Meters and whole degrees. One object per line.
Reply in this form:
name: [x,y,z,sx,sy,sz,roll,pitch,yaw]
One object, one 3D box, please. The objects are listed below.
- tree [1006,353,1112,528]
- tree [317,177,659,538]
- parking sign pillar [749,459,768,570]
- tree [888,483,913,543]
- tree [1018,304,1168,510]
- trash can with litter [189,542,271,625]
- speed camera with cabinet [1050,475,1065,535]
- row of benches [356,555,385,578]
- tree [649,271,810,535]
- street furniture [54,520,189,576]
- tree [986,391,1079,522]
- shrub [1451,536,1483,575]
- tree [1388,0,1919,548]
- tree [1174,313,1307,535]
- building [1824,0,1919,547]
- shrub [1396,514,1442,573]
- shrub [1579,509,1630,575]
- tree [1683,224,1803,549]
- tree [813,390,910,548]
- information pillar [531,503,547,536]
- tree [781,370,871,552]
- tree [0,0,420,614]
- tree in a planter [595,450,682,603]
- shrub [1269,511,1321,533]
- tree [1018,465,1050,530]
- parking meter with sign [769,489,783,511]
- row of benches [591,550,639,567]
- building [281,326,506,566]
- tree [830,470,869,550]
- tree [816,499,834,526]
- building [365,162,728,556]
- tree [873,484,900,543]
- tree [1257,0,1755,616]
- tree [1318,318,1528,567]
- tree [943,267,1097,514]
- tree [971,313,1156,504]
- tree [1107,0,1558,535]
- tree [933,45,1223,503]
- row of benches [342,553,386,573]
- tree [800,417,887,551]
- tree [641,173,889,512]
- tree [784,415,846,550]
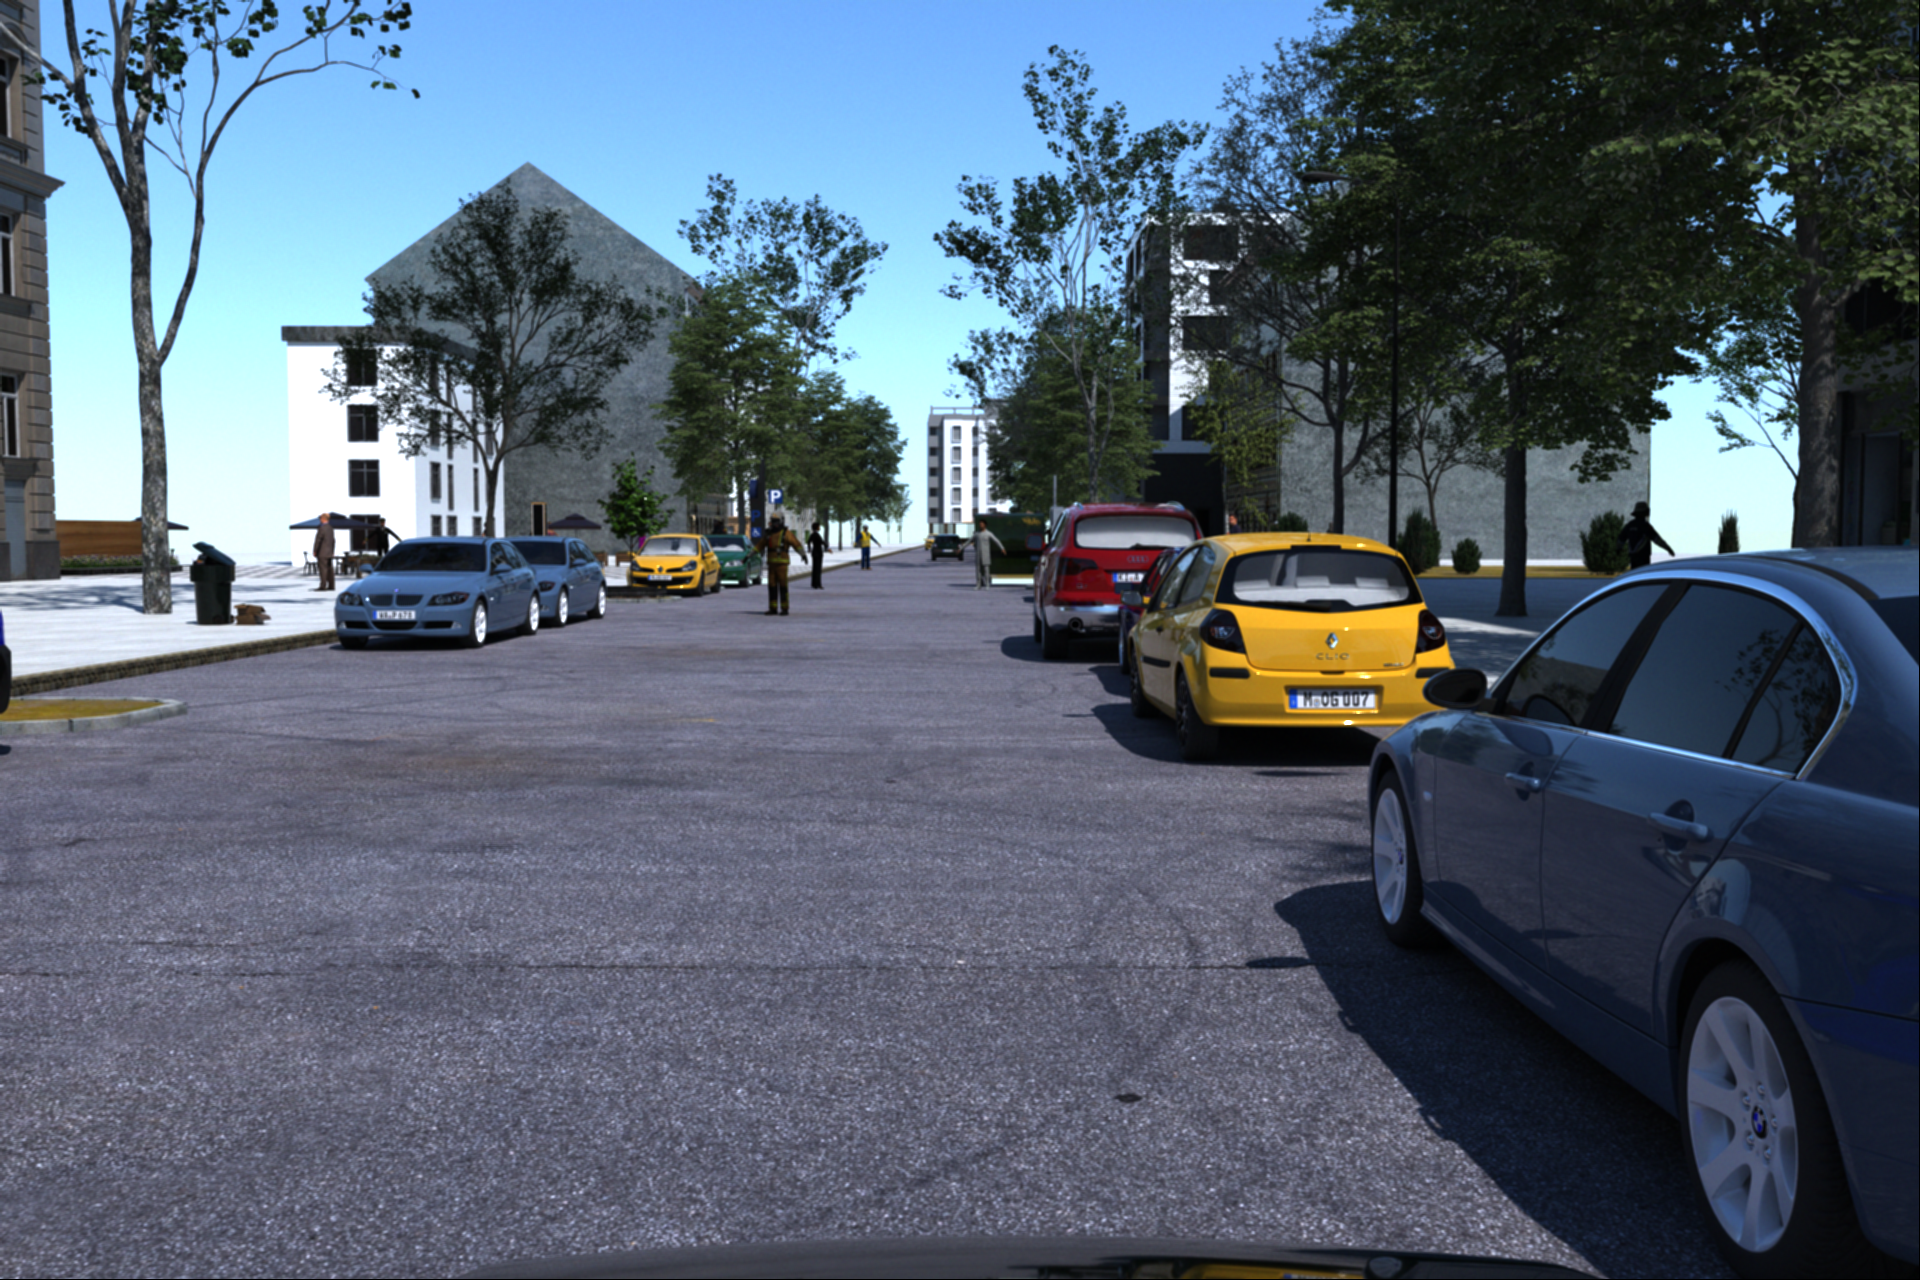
tree: [6.154,-11.656,108.707,7.486,12.596,7.792,0,3,0]
tree: [-12.555,-6.820,45.916,8.767,10.594,7.601,-2,4,-27]
parking sign pillar: [-7.187,-4.472,61.589,1.447,3.967,1.447,0,4,-1]
tree: [-8.742,-18.204,247.989,4.737,8.622,4.395,0,3,0]
tree: [6.565,-10.224,85.289,7.486,12.596,7.792,0,3,0]
trash can with litter: [-10.344,-0.807,24.583,1.055,1.170,0.624,0,4,0]
speed camera with cabinet: [3.388,-3.866,57.552,0.660,3.252,2.038,0,4,-1]
row of benches: [-15.773,-2.205,51.521,4.104,0.672,1.422,-2,4,-26]
tree: [-9.872,-9.617,75.364,7.486,12.596,7.792,0,3,0]
street furniture: [-29.779,-2.992,55.768,11.010,1.723,9.812,0,4,5]
tree: [6.475,-14.669,146.499,9.857,13.997,8.962,0,3,0]
shrub: [16.058,-2.676,54.869,1.383,1.207,1.383,0,3,0]
tree: [7.507,-5.976,15.839,7.486,12.596,7.792,0,3,0]
tree: [9.175,-6.586,58.039,4.737,8.622,4.395,0,3,0]
building: [26.815,-13.110,17.558,19.350,26.588,34.151,0,4,1]
shrub: [15.234,-3.263,57.764,1.690,2.028,1.600,0,3,0]
shrub: [20.176,-3.050,53.906,1.661,2.075,1.752,0,3,0]
tree: [26.701,-7.890,54.763,9.928,11.665,9.643,0,3,0]
tree: [-9.132,-15.189,154.995,9.857,13.997,8.962,0,3,0]
information pillar: [-9.913,-2.225,40.873,0.304,2.012,0.304,0,4,-1]
tree: [-9.673,-12.369,120.352,7.486,12.596,7.792,0,3,0]
tree: [-13.407,-10.401,25.940,12.611,20.169,13.585,0,3,0]
tree in a planter: [-7.003,-2.424,36.847,1.991,3.239,1.994,0,4,0]
shrub: [9.950,-2.911,52.019,1.690,2.028,1.600,0,3,0]
tree: [6.587,-12.514,154.966,4.737,8.622,4.395,0,3,0]
parking meter with sign: [-7.179,-4.413,68.418,0.543,3.016,1.738,0,4,0]
row of benches: [-14.453,-3.257,68.710,4.104,0.672,1.422,0,4,-4]
building: [-26.547,-8.677,84.012,9.099,9.664,28.070,0,4,0]
tree: [-8.820,-11.803,143.343,4.360,8.622,3.978,0,3,0]
tree: [-21.575,-20.595,243.375,9.857,13.997,8.962,0,3,0]
building: [-25.522,-17.177,111.769,19.493,23.208,18.063,0,4,0]
tree: [-9.730,-17.818,241.686,4.360,8.622,3.978,0,3,0]
tree: [8.636,-6.675,27.271,7.486,12.596,7.792,0,3,0]
tree: [18.540,-8.159,67.812,8.767,10.594,7.601,-1,4,-19]
tree: [4.981,-16.511,125.849,12.611,20.169,13.585,0,3,0]
tree: [5.770,-11.371,96.286,12.009,13.543,11.850,0,3,0]
tree: [8.541,-7.825,38.316,12.009,13.543,11.850,0,3,0]
tree: [4.193,-13.105,70.159,12.611,20.169,13.585,0,3,0]
row of benches: [-18.400,-2.550,57.161,4.104,0.672,1.422,1,4,14]
tree: [-9.421,-12.158,133.202,8.767,10.594,7.601,2,4,27]
tree: [-10.473,-14.425,91.738,12.611,20.169,13.585,0,3,0]
tree: [-9.681,-9.502,105.724,4.360,8.622,3.978,0,3,0]
